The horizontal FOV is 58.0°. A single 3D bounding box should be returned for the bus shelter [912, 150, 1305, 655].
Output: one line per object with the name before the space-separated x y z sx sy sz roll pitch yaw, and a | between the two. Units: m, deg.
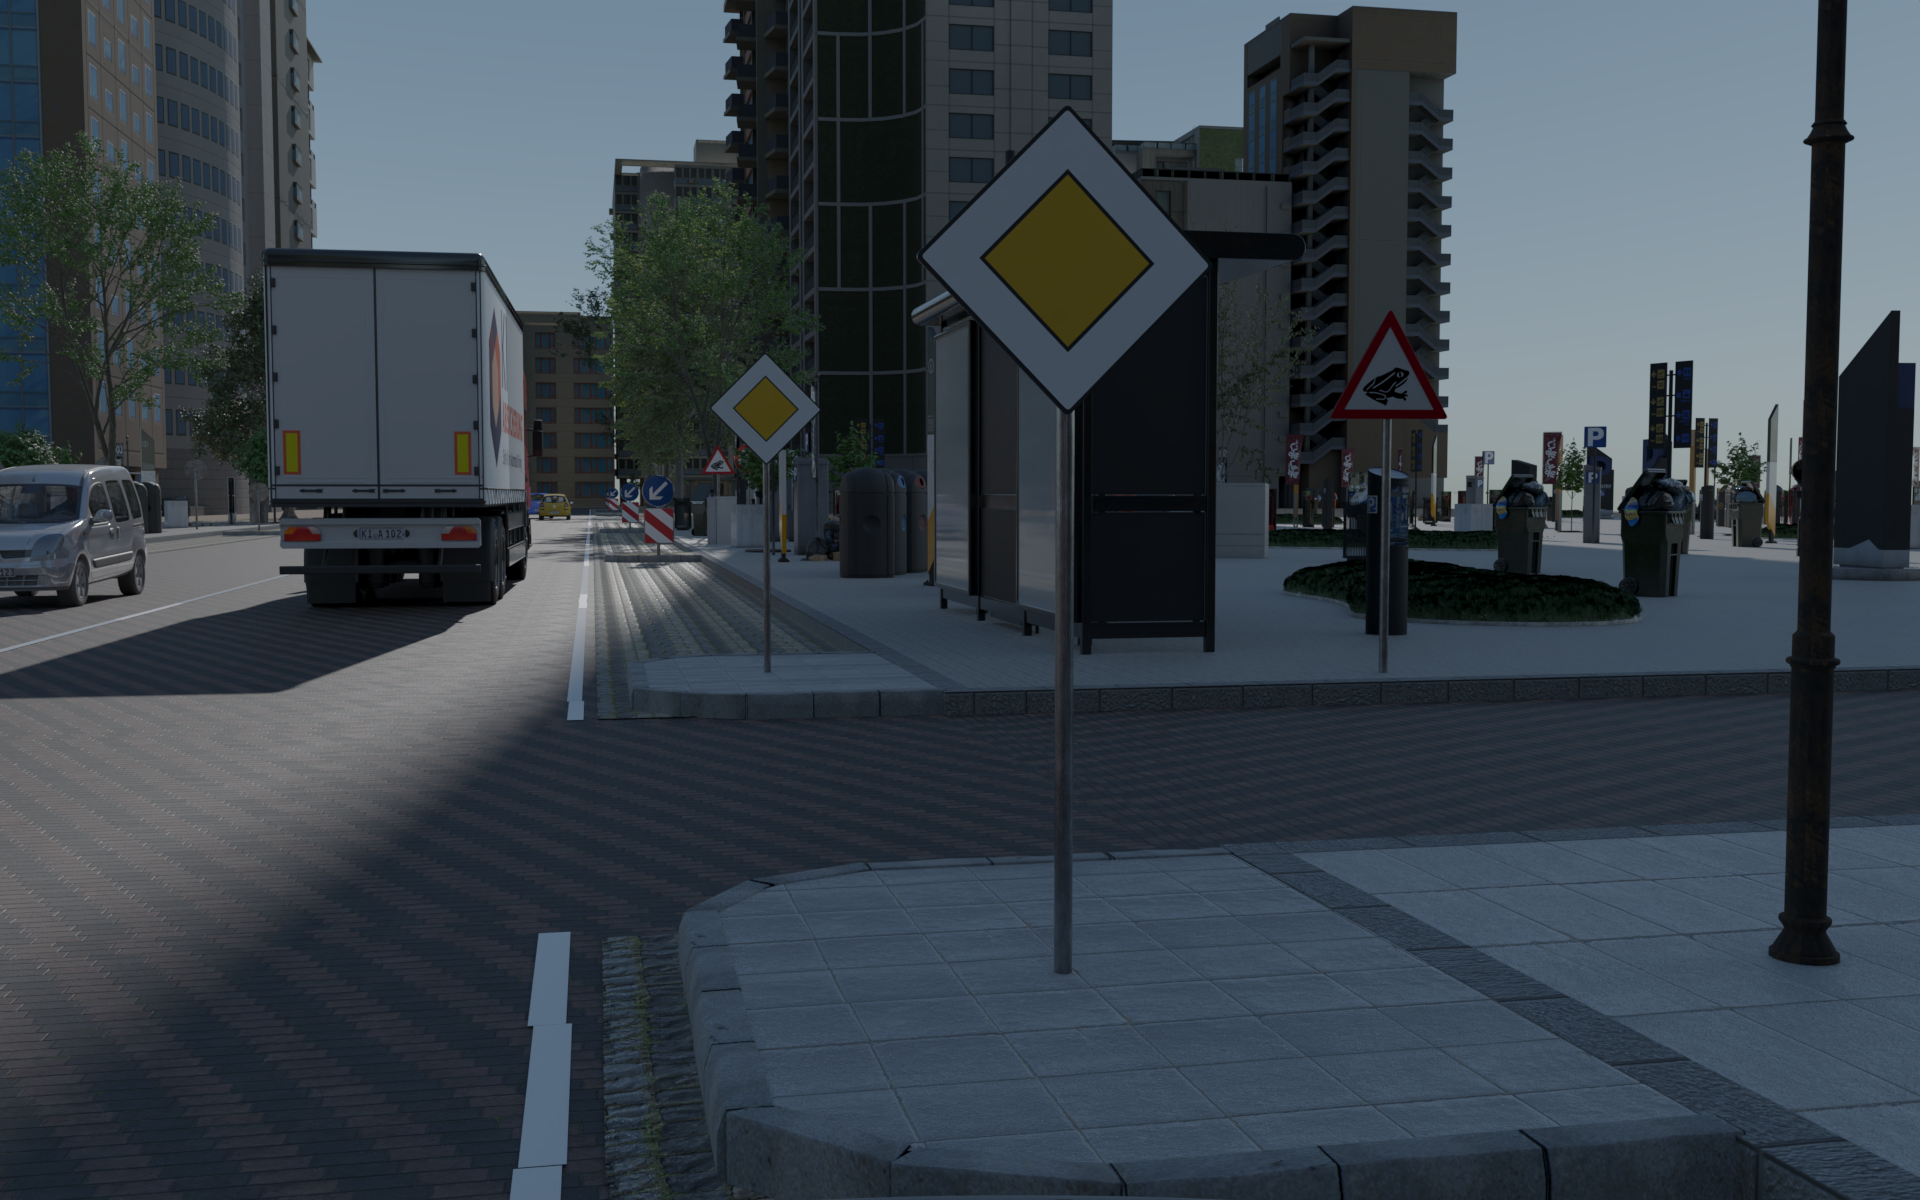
bus shelter | 0.854 -2.469 17.993 2.179 5.291 8.768 -1 4 -12

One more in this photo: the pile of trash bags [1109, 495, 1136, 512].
pile of trash bags | 4.255 -3.002 58.828 1.912 1.369 3.447 -3 5 -42

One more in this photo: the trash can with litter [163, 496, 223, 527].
trash can with litter | -30.385 -3.518 68.572 2.233 1.210 1.678 -2 4 -28

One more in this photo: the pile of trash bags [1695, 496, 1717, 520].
pile of trash bags | 38.184 -4.709 86.737 3.447 1.369 1.912 0 4 -2

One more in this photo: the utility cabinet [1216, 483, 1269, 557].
utility cabinet | 5.597 -1.599 34.823 1.173 1.500 0.318 2 4 26

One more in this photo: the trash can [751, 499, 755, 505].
trash can | -6.221 -2.606 54.260 0.748 1.137 0.748 0 3 0

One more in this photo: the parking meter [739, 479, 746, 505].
parking meter | -8.336 -3.710 66.374 0.255 1.863 0.399 -1 4 -15

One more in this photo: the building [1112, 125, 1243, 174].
building | 22.747 -31.263 194.737 14.086 41.232 14.154 -1 4 -12

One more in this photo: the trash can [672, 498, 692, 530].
trash can | -9.786 -3.029 61.177 0.748 1.137 0.748 0 3 0

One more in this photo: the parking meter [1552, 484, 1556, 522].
parking meter | 27.400 -4.512 79.482 0.255 1.863 0.399 -3 5 -43

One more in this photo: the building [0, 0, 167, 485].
building | -49.346 -26.699 86.640 14.600 45.320 14.200 -1 4 -12

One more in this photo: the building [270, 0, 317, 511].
building | -63.193 -31.242 134.515 21.600 48.544 21.300 -1 4 -12

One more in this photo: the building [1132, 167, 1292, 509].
building | 20.819 -23.575 157.153 14.107 30.474 14.160 -1 4 -12

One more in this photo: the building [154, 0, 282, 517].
building | -56.115 -34.550 106.892 21.231 58.520 28.212 -1 4 -12

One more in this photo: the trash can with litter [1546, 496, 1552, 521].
trash can with litter | 27.986 -4.311 81.870 0.624 1.170 1.055 2 4 35

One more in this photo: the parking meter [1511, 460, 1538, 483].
parking meter | 9.546 -1.444 29.318 0.255 1.863 0.399 -3 5 -42

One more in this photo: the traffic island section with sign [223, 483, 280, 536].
traffic island section with sign | -24.442 -3.161 60.303 1.989 1.847 2.006 -1 4 -12

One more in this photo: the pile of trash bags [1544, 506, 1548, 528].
pile of trash bags | 21.517 -3.447 66.108 1.912 1.369 3.447 2 4 25

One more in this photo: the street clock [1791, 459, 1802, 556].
street clock | 17.331 -1.898 35.597 0.471 2.002 0.358 1 4 18

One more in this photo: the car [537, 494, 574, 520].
car | -22.568 -5.276 96.494 2.015 1.641 3.980 -1 4 -12

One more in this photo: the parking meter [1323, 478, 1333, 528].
parking meter | 13.586 -3.563 63.971 0.255 1.863 0.399 0 4 -7

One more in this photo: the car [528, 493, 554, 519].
car | -24.963 -5.694 102.686 1.945 1.707 3.694 -1 4 -12

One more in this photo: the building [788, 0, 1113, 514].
building | -2.478 -41.504 116.846 20.563 71.187 20.611 -1 4 -12

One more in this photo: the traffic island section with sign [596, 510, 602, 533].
traffic island section with sign | -12.288 -3.378 63.852 1.989 1.847 2.006 -1 4 -12

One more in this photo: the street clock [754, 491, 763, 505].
street clock | -5.237 -2.507 45.552 0.471 2.002 0.358 3 5 42

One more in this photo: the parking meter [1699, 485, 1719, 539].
parking meter | 21.275 -2.501 49.304 0.372 1.533 0.369 0 3 0

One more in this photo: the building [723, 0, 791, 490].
building | -7.698 -29.796 141.789 22.147 44.769 28.867 -1 4 -12

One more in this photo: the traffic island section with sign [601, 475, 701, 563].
traffic island section with sign | -6.574 -1.734 36.985 1.989 1.847 2.006 -1 4 -12

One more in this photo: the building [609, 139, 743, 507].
building | -26.595 -30.642 192.872 23.993 40.220 32.217 -1 4 -12

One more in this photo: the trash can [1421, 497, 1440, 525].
trash can | 19.851 -3.758 73.099 0.748 1.137 0.748 0 3 0

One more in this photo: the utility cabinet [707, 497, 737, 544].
utility cabinet | -6.124 -2.041 44.539 0.306 1.237 1.020 2 4 23

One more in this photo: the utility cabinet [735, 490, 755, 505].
utility cabinet | -10.502 -4.676 85.128 1.173 1.500 0.318 2 4 32

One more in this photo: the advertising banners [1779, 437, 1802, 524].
advertising banners | 25.739 -3.512 53.603 0.090 3.025 2.074 1 4 8

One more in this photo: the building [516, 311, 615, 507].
building | -52.148 -20.883 186.471 28.899 21.520 27.650 -1 4 -12

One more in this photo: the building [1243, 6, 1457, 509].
building | 34.976 -31.074 158.169 14.200 45.320 14.600 -1 4 -12

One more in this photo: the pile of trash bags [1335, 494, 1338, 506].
pile of trash bags | 20.758 -4.926 90.299 3.447 1.369 1.912 0 4 1

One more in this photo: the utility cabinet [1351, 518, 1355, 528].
utility cabinet | 13.013 -2.721 55.647 0.306 1.237 1.020 -3 4 -38

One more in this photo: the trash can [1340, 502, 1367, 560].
trash can | 7.611 -1.307 33.020 0.748 1.137 0.748 0 3 0

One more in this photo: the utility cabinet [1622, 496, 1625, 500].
utility cabinet | 28.633 -3.878 74.559 0.306 1.237 1.020 1 4 20

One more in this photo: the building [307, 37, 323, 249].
building | -80.030 -36.120 179.800 27.495 52.752 28.713 -1 4 -12

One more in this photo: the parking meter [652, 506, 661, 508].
parking meter | -13.372 -4.156 76.354 0.372 1.533 0.369 0 3 0

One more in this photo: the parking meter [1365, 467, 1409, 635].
parking meter | 3.911 -0.455 15.849 0.372 1.533 0.369 0 3 0

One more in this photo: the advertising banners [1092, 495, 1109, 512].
advertising banners | 1.787 -1.904 27.325 0.090 3.025 2.074 3 5 41
